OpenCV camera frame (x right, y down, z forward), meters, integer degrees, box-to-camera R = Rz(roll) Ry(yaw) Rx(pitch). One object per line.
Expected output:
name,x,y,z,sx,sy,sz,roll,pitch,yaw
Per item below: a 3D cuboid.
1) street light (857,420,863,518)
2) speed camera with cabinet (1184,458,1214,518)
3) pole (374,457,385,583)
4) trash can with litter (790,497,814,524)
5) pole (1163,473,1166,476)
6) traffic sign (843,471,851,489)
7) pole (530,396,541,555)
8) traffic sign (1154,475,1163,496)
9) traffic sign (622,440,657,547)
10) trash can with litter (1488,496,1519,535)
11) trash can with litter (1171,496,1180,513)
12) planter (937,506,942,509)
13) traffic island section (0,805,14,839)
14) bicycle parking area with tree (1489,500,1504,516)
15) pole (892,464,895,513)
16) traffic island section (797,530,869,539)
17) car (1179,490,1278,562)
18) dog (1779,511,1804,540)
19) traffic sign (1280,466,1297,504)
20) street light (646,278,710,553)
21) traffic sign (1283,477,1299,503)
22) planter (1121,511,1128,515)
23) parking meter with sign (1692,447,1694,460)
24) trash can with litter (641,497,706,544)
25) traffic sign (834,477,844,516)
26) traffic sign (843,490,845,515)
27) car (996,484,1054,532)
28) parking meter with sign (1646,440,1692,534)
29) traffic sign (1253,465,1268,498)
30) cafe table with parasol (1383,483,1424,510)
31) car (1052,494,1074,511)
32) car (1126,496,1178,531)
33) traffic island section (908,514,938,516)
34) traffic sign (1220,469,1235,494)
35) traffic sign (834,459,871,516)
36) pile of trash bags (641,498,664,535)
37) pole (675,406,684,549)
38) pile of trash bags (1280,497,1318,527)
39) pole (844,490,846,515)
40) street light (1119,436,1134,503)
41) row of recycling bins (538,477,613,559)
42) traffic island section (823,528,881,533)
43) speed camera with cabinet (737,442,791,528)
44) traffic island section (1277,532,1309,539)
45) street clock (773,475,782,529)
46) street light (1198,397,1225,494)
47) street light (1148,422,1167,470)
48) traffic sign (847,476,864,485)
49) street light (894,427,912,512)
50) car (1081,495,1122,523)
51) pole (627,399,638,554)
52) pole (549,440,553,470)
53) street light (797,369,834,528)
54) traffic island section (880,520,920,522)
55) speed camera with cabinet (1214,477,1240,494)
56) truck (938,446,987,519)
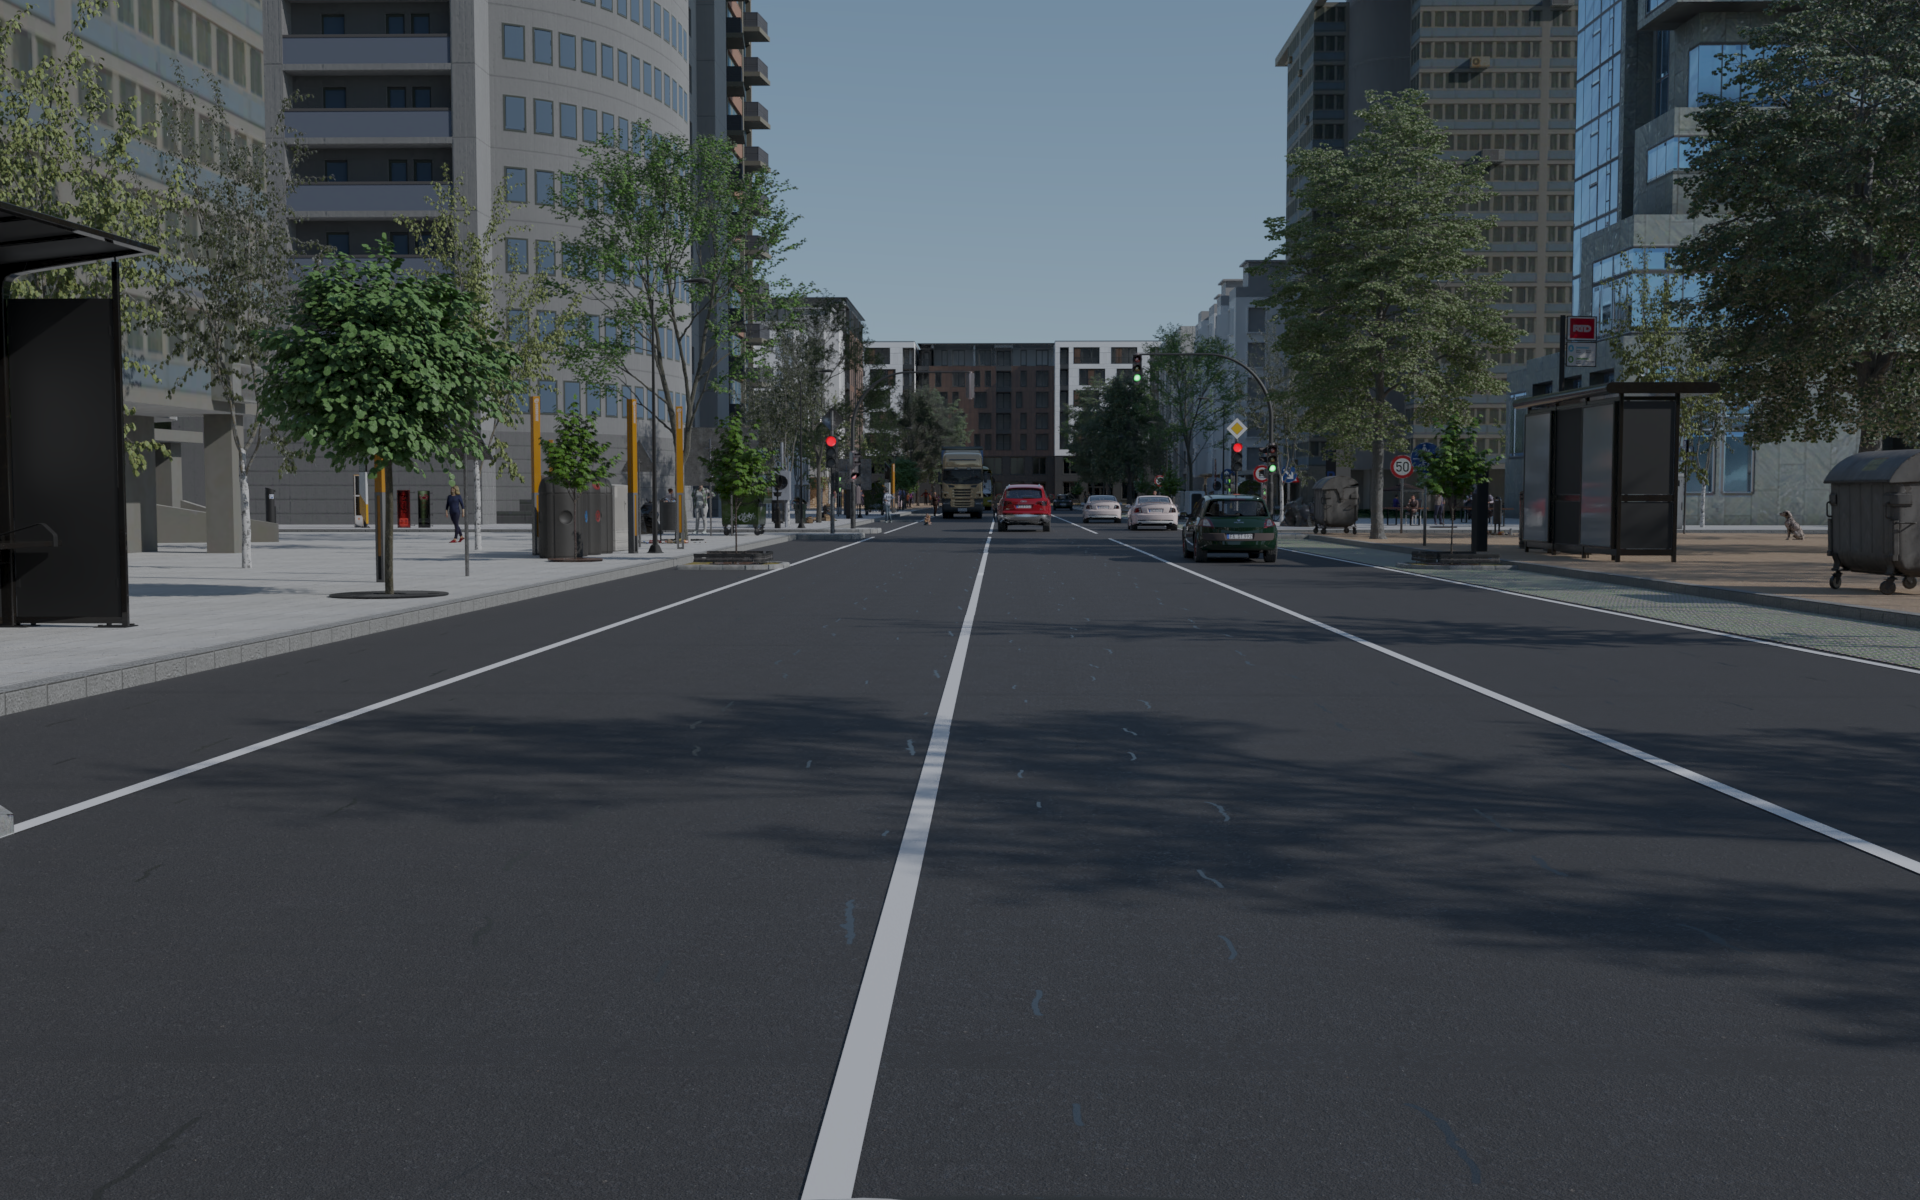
street light,-4.805,-7.331,92.409,1.470,5.913,1.316,0,4,1
speed camera with cabinet,13.324,-6.143,94.779,2.038,3.252,0.660,-1,4,-20
pole,-8.378,-1.911,25.094,0.158,3.312,0.155,0,3,0
trash can with litter,-6.836,-3.907,75.264,0.624,1.170,1.055,2,4,32
pole,15.640,-8.482,132.528,0.158,3.312,0.155,0,3,0
traffic sign,-6.157,-5.920,96.891,0.768,2.556,0.104,0,4,4
pole,-8.861,-2.591,36.203,0.158,3.312,0.155,0,3,0
traffic sign,13.457,-7.124,116.578,0.768,2.556,0.104,0,4,6
traffic sign,-7.698,-2.542,41.570,0.884,2.594,0.081,0,4,7
trash can with litter,16.958,-2.664,54.611,1.678,1.210,2.233,0,4,4
trash can with litter,14.442,-6.597,118.910,1.678,1.210,2.233,2,4,24
planter,-1.287,-8.869,166.147,1.991,0.319,1.994,0,4,1
traffic island section,-4.989,0.980,6.838,1.991,0.108,1.994,0,4,1
bicycle parking area with tree,33.661,-6.942,100.506,9.016,4.147,8.231,3,4,39
pole,-4.514,-7.527,116.911,0.158,3.312,0.155,0,3,0
traffic island section,-4.168,-2.082,56.326,2.009,0.180,2.903,0,4,1
car,5.831,-1.706,37.687,2.009,1.686,4.222,0,4,2
dog,23.329,-2.077,48.331,0.513,0.831,0.800,-1,4,-10
traffic sign,14.655,-4.725,77.355,0.768,2.556,0.104,0,4,5
street light,-6.069,-3.965,37.362,1.470,5.913,1.316,0,4,1
traffic sign,14.799,-4.762,77.864,0.884,2.594,0.081,0,4,2
planter,11.441,-5.872,117.145,1.991,0.319,1.994,0,4,1
parking meter with sign,26.000,-4.094,63.192,1.738,3.016,0.543,-2,4,-35
trash can with litter,-7.887,-2.087,45.183,2.233,1.210,1.678,1,4,18
traffic sign,-6.958,-6.049,99.005,0.768,2.556,0.104,0,4,6
traffic sign,-6.975,-6.368,104.122,0.884,2.594,0.081,1,4,9
car,2.529,-3.601,67.548,2.281,1.827,5.304,0,4,3
parking meter with sign,22.474,-3.640,55.781,1.738,3.016,0.543,1,4,14
traffic sign,13.203,-4.628,75.780,0.768,2.556,0.104,0,4,5
cafe table with parasol,26.932,-6.143,105.296,2.610,1.966,2.610,2,4,25
car,9.024,-8.688,151.833,2.009,1.686,4.222,0,4,3
car,7.701,-3.486,69.353,2.083,1.381,4.827,0,4,3
traffic island section,-2.455,-5.711,116.247,1.991,0.108,1.994,0,4,1
traffic sign,13.539,-5.350,87.583,0.768,2.556,0.104,0,4,6
traffic sign,-6.263,-6.510,100.309,2.265,3.308,0.079,0,4,3
pile of trash bags,-11.203,-2.824,55.920,3.447,1.369,1.912,3,4,36
pole,-6.528,-2.844,40.338,0.158,3.312,0.155,0,3,0
pile of trash bags,13.907,-3.549,67.771,1.912,1.369,3.447,-1,4,-12
pole,-6.937,-6.821,105.373,0.158,3.312,0.155,0,3,0
street light,13.395,-10.169,138.802,1.470,5.913,1.316,0,4,1
row of recycling bins,-7.996,-1.765,35.977,1.069,1.692,3.534,0,4,2
traffic island section,-3.983,-2.571,64.309,2.009,0.180,2.903,0,4,1
speed camera with cabinet,-7.502,-4.393,66.159,2.038,3.252,0.660,0,4,-1
traffic island section,10.029,-2.062,55.993,2.009,0.180,2.903,0,4,1
street clock,-6.791,-3.663,64.464,0.358,2.002,0.471,1,4,13
street light,12.084,-6.755,82.986,1.470,5.913,1.316,0,4,1
street light,12.696,-8.466,110.955,1.470,5.913,1.316,0,4,1
traffic sign,-5.368,-5.429,88.768,0.884,2.594,0.081,0,4,6
street light,-4.054,-9.073,120.886,1.470,5.913,1.316,0,4,1
car,7.044,-4.507,86.057,2.083,1.381,4.827,0,4,3
pole,-7.046,-2.655,37.244,0.158,3.312,0.155,0,3,0
pole,-15.362,-4.362,65.163,0.158,3.312,0.155,0,3,0
street light,-5.392,-5.629,64.581,1.470,5.913,1.316,0,4,1
traffic island section,-3.082,-4.064,89.310,1.991,0.108,1.994,0,4,1
speed camera with cabinet,14.263,-5.909,90.942,0.660,3.252,2.038,3,4,36
truck,0.128,-7.057,104.296,2.839,4.237,11.283,0,4,0
